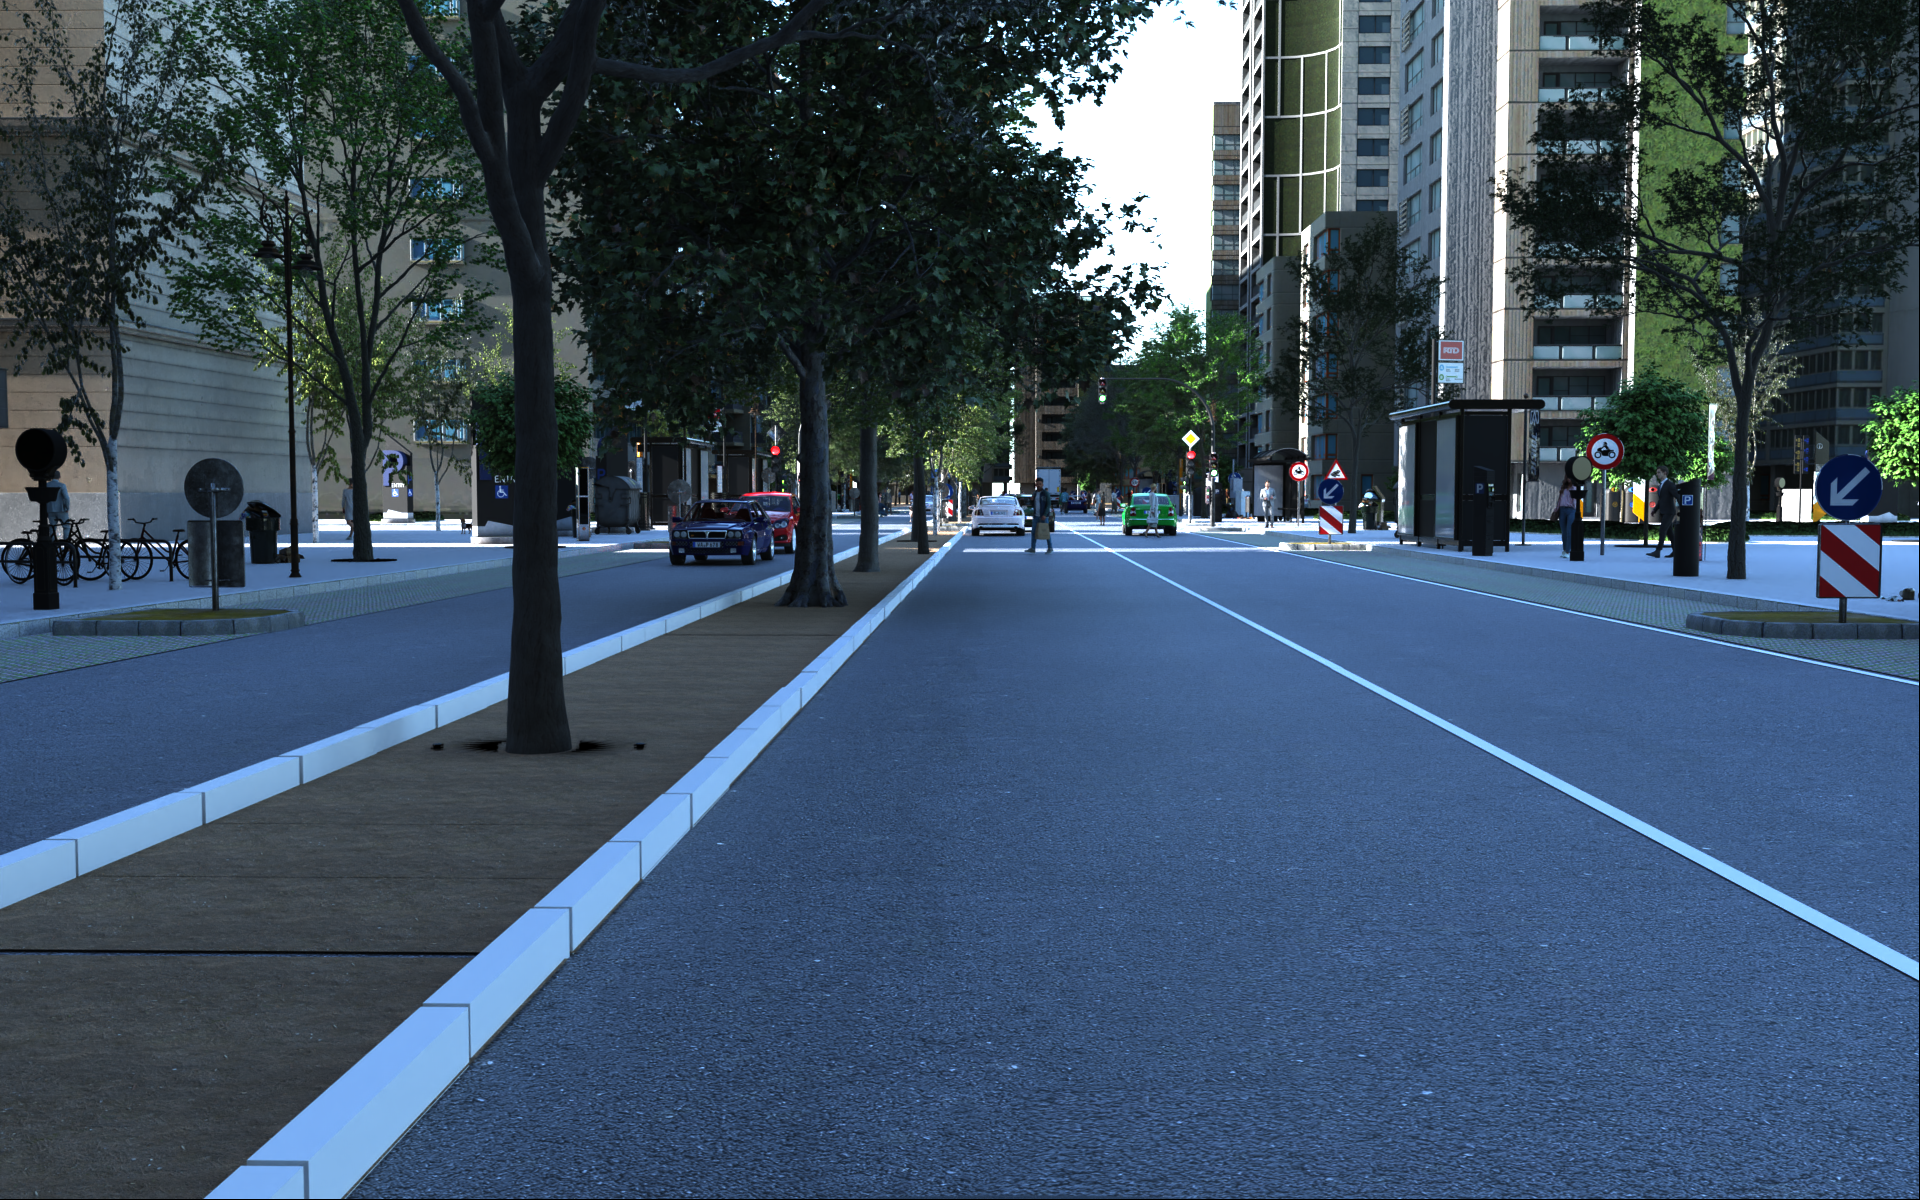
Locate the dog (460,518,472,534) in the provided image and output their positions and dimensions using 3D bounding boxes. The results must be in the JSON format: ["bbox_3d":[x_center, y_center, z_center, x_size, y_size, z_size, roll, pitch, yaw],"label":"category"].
[{"bbox_3d":[-15.853,-2.378,55.709,0.406,0.507,0.540,-1,4,-14],"label":"dog"}]

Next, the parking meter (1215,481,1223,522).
[{"bbox_3d":[11.759,-4.478,78.918,0.399,1.863,0.255,2,4,24],"label":"parking meter"}]

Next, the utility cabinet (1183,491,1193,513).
[{"bbox_3d":[15.043,-6.459,114.290,0.318,1.500,1.173,-1,4,-10],"label":"utility cabinet"}]

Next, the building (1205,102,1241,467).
[{"bbox_3d":[32.913,-30.589,183.727,14.154,41.232,14.086,0,4,1],"label":"building"}]

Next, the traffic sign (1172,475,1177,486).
[{"bbox_3d":[14.642,-7.123,116.559,0.768,2.556,0.104,0,4,3],"label":"traffic sign"}]

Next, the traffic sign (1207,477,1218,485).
[{"bbox_3d":[12.658,-5.188,86.959,0.606,2.300,0.079,0,4,5],"label":"traffic sign"}]

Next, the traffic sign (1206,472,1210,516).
[{"bbox_3d":[14.242,-6.048,98.990,0.768,2.556,0.104,1,4,9],"label":"traffic sign"}]

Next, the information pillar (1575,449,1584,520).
[{"bbox_3d":[27.705,-5.266,77.457,0.504,3.616,0.183,-2,4,-29],"label":"information pillar"}]

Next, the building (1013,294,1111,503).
[{"bbox_3d":[14.772,-29.363,251.781,14.107,30.474,14.160,0,4,1],"label":"building"}]

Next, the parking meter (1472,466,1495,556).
[{"bbox_3d":[10.850,-1.845,35.880,0.255,1.863,0.399,-3,4,-36],"label":"parking meter"}]

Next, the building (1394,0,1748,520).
[{"bbox_3d":[31.628,-24.947,91.478,14.086,41.232,14.154,0,4,1],"label":"building"}]

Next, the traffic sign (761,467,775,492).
[{"bbox_3d":[-9.141,-5.064,82.898,0.768,2.556,0.104,0,4,7],"label":"traffic sign"}]

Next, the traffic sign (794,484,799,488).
[{"bbox_3d":[-11.621,-7.493,124.637,0.606,2.300,0.079,0,4,2],"label":"traffic sign"}]

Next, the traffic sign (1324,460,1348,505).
[{"bbox_3d":[14.153,-3.990,65.238,0.884,2.594,0.081,0,4,4],"label":"traffic sign"}]

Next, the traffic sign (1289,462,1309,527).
[{"bbox_3d":[13.372,-4.175,68.374,0.768,2.556,0.104,0,4,7],"label":"traffic sign"}]

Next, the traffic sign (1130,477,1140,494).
[{"bbox_3d":[13.374,-8.099,132.530,0.768,2.556,0.104,0,4,7],"label":"traffic sign"}]

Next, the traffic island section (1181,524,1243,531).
[{"bbox_3d":[9.899,-2.788,67.861,2.009,0.180,2.903,0,4,1],"label":"traffic island section"}]

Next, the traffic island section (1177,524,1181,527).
[{"bbox_3d":[10.092,-3.276,75.844,2.009,0.180,2.903,0,4,1],"label":"traffic island section"}]

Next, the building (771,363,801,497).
[{"bbox_3d":[-29.659,-31.109,200.506,23.993,40.220,32.217,0,4,1],"label":"building"}]

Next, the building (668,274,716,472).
[{"bbox_3d":[-31.068,-31.264,130.779,23.786,49.044,30.456,0,4,1],"label":"building"}]

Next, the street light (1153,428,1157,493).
[{"bbox_3d":[13.073,-8.801,116.682,0.468,5.910,1.993,0,4,1],"label":"street light"}]

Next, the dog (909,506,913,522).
[{"bbox_3d":[-2.243,-4.372,88.312,0.800,0.831,0.513,-1,4,-11],"label":"dog"}]

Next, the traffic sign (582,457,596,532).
[{"bbox_3d":[-12.681,-3.612,59.167,0.768,2.556,0.104,0,4,2],"label":"traffic sign"}]

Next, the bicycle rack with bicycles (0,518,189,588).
[{"bbox_3d":[-12.810,-0.713,25.047,2.925,0.926,2.852,1,4,20],"label":"bicycle rack with bicycles"}]

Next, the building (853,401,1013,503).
[{"bbox_3d":[-4.039,-34.845,261.592,23.993,40.220,32.217,0,4,1],"label":"building"}]

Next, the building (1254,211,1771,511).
[{"bbox_3d":[36.476,-16.830,120.215,27.650,21.520,28.899,0,4,1],"label":"building"}]

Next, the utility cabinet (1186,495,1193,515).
[{"bbox_3d":[14.301,-5.770,105.507,1.020,1.237,0.306,0,4,-4],"label":"utility cabinet"}]

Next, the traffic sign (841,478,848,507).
[{"bbox_3d":[-9.118,-8.409,137.489,0.884,2.594,0.081,1,4,8],"label":"traffic sign"}]

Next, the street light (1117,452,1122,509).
[{"bbox_3d":[13.871,-10.838,149.987,0.468,5.910,1.993,0,4,1],"label":"street light"}]

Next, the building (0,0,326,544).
[{"bbox_3d":[-32.607,-16.101,50.635,23.554,28.519,14.401,0,4,1],"label":"building"}]

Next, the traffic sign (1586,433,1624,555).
[{"bbox_3d":[13.480,-2.212,36.276,0.768,2.556,0.104,1,4,9],"label":"traffic sign"}]

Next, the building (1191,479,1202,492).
[{"bbox_3d":[42.451,-31.233,202.537,32.217,40.220,23.993,0,4,1],"label":"building"}]

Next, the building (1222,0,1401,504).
[{"bbox_3d":[36.142,-44.452,165.043,20.563,71.187,20.611,0,4,1],"label":"building"}]

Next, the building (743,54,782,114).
[{"bbox_3d":[-28.841,-31.275,165.973,22.147,44.769,28.867,0,4,1],"label":"building"}]

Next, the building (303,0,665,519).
[{"bbox_3d":[-29.074,-28.934,96.772,21.300,48.544,21.600,0,4,1],"label":"building"}]

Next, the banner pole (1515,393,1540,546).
[{"bbox_3d":[14.118,-3.234,42.898,0.401,3.779,0.863,-1,4,-15],"label":"banner pole"}]

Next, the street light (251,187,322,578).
[{"bbox_3d":[-10.249,-3.287,26.524,0.468,5.910,1.993,0,4,1],"label":"street light"}]

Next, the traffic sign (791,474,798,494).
[{"bbox_3d":[-10.290,-6.544,107.098,0.768,2.556,0.104,0,4,6],"label":"traffic sign"}]

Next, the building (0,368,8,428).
[{"bbox_3d":[-29.078,-14.348,28.092,14.314,27.812,24.014,0,4,1],"label":"building"}]

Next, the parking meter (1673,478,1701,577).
[{"bbox_3d":[11.355,-1.140,27.050,0.372,1.533,0.369,0,3,0],"label":"parking meter"}]

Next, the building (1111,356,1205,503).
[{"bbox_3d":[36.462,-25.351,259.533,28.899,21.520,27.650,0,4,1],"label":"building"}]

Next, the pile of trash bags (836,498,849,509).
[{"bbox_3d":[-9.528,-8.396,147.031,1.912,1.369,3.447,-2,4,-30],"label":"pile of trash bags"}]

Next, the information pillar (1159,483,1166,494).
[{"bbox_3d":[13.591,-6.834,116.223,0.304,2.012,0.304,-2,4,-31],"label":"information pillar"}]

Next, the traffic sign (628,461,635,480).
[{"bbox_3d":[-12.611,-4.065,66.561,0.768,2.556,0.104,1,4,9],"label":"traffic sign"}]

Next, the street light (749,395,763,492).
[{"bbox_3d":[-9.004,-6.338,76.418,0.468,5.910,1.993,0,4,1],"label":"street light"}]

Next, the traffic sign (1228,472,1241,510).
[{"bbox_3d":[16.082,-6.198,101.435,0.768,2.556,0.104,0,4,7],"label":"traffic sign"}]

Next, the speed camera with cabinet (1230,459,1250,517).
[{"bbox_3d":[15.715,-6.288,97.137,0.660,3.252,2.038,-1,4,-9],"label":"speed camera with cabinet"}]

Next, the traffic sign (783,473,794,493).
[{"bbox_3d":[-10.132,-6.213,101.692,0.768,2.556,0.104,0,4,3],"label":"traffic sign"}]

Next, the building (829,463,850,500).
[{"bbox_3d":[-30.576,-36.864,257.353,28.867,44.769,22.147,0,4,1],"label":"building"}]

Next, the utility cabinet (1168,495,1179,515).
[{"bbox_3d":[12.918,-5.756,105.278,1.020,1.237,0.306,1,4,11],"label":"utility cabinet"}]

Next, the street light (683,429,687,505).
[{"bbox_3d":[-9.501,-5.322,59.807,0.468,5.910,1.993,0,4,1],"label":"street light"}]

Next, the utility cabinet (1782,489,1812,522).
[{"bbox_3d":[37.252,-4.186,77.126,1.173,1.500,0.318,1,4,20],"label":"utility cabinet"}]

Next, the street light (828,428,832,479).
[{"bbox_3d":[-8.250,-8.330,108.986,0.468,5.910,1.993,0,4,1],"label":"street light"}]

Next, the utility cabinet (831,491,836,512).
[{"bbox_3d":[-9.031,-6.866,120.932,0.318,1.500,1.173,1,4,21],"label":"utility cabinet"}]

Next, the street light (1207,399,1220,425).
[{"bbox_3d":[12.278,-6.809,84.115,0.468,5.910,1.993,0,4,1],"label":"street light"}]

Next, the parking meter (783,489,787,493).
[{"bbox_3d":[-9.916,-5.655,98.168,0.255,1.863,0.399,0,4,-2],"label":"parking meter"}]

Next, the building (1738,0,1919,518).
[{"bbox_3d":[58.844,-24.868,98.469,23.993,40.220,32.217,0,4,1],"label":"building"}]

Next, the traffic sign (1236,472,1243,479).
[{"bbox_3d":[16.407,-6.303,102.779,0.795,2.593,0.064,0,4,7],"label":"traffic sign"}]
